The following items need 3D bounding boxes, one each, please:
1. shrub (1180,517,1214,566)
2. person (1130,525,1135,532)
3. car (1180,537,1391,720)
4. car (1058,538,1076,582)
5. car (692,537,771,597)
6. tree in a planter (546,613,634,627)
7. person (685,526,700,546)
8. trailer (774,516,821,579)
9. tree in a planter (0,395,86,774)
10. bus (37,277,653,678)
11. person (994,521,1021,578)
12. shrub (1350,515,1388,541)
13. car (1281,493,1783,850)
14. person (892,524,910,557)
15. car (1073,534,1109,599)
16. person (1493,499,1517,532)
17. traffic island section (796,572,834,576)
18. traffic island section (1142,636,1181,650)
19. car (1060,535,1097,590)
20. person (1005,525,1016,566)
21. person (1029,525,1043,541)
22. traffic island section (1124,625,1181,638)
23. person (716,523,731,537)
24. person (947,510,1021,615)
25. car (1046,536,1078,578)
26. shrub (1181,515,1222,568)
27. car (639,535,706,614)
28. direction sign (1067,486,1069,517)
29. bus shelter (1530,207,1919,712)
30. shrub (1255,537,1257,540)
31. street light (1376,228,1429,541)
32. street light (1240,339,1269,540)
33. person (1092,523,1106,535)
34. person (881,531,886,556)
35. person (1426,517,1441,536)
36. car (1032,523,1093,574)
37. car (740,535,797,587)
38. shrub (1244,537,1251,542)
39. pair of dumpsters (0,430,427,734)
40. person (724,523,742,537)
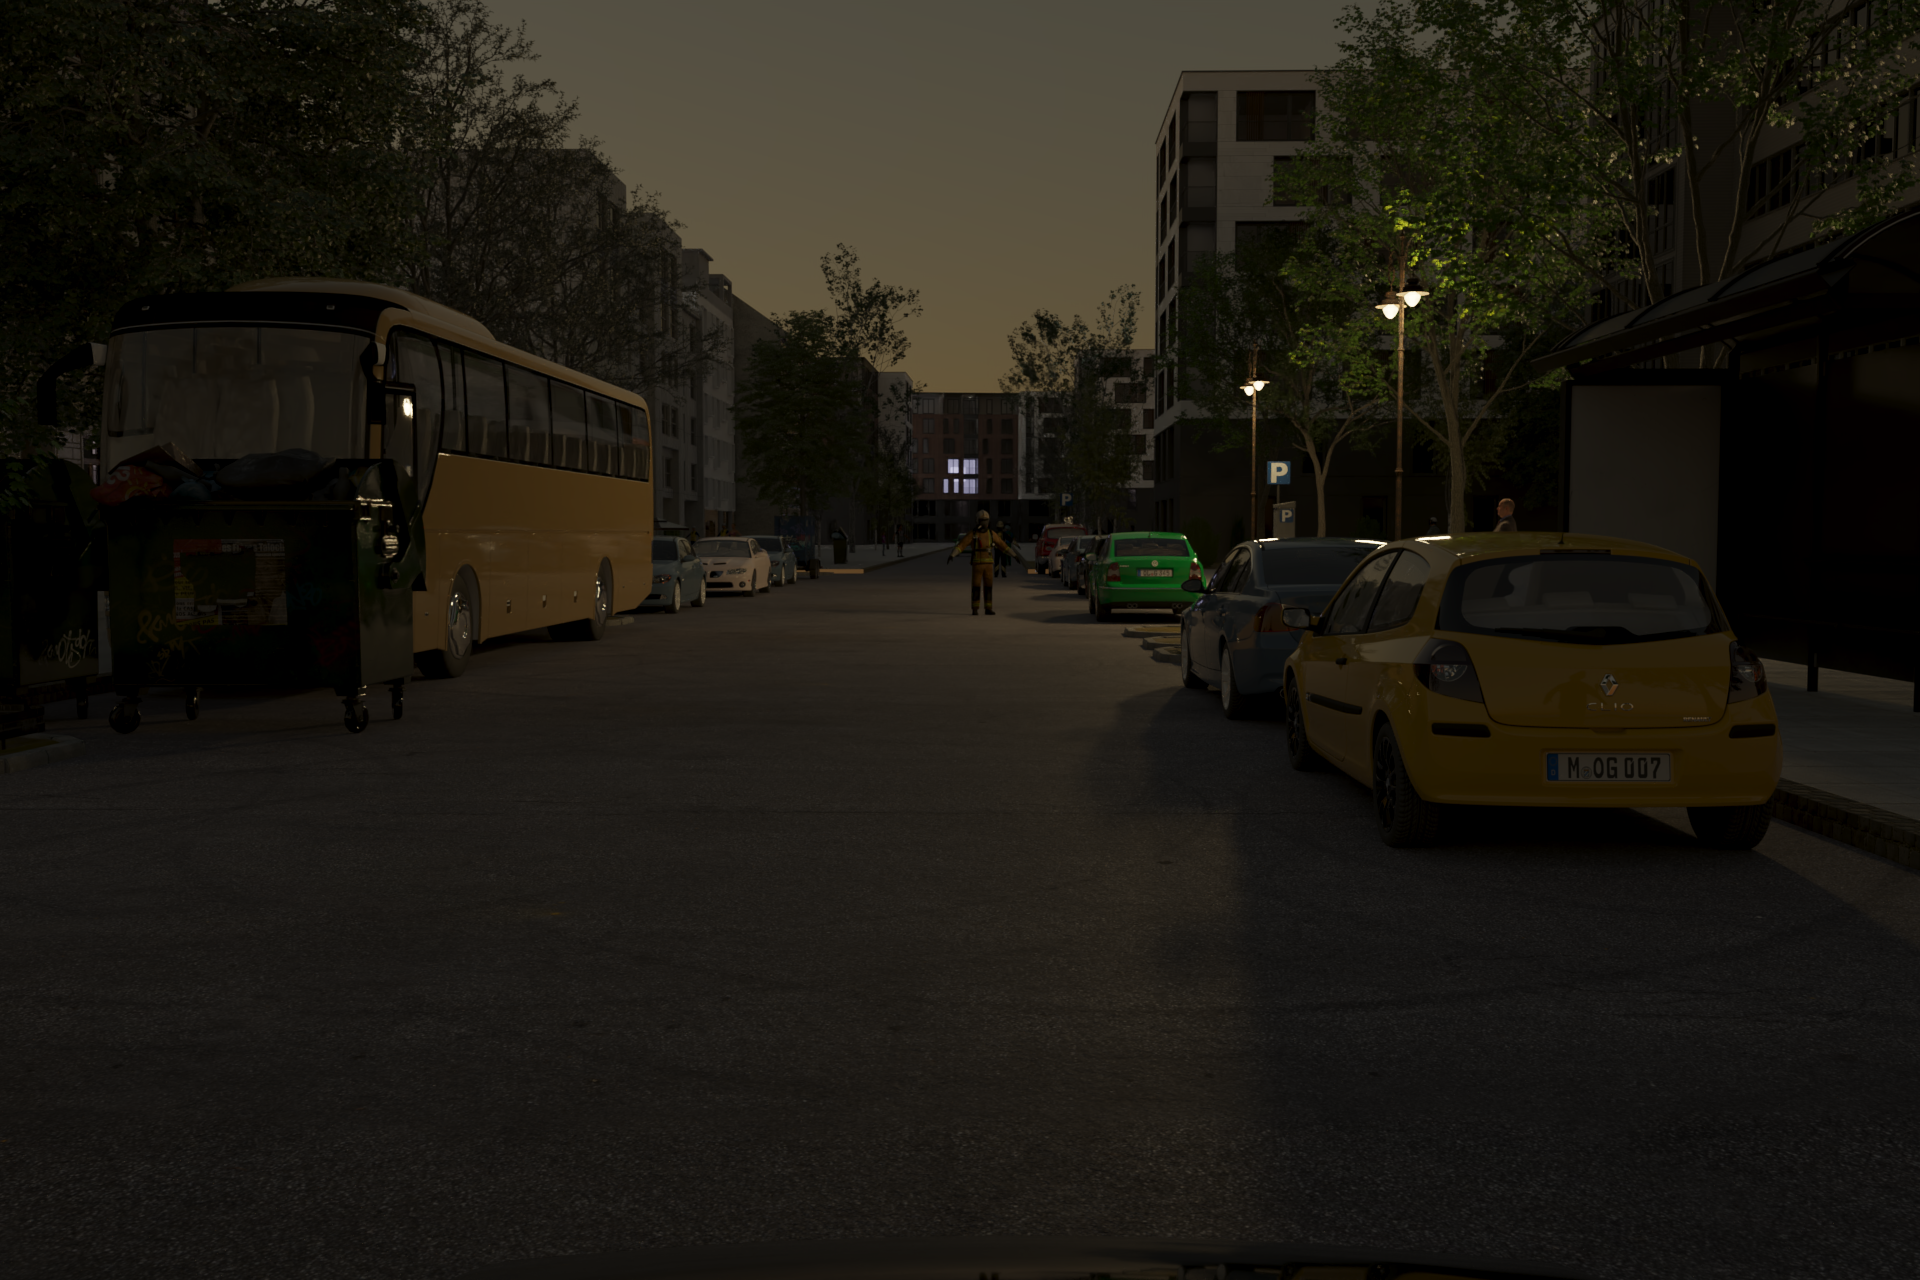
[{"bbox_3d":[9.365,-3.944,68.908,1.690,2.028,1.600,0,3,0],"label":"shrub"},{"bbox_3d":[8.893,-5.104,90.164,0.721,1.740,1.216,3,5,44],"label":"person"},{"bbox_3d":[2.932,-0.162,14.651,2.014,1.417,4.499,0,4,1],"label":"car"},{"bbox_3d":[3.838,-2.319,50.495,1.945,1.354,3.894,0,4,1],"label":"car"},{"bbox_3d":[-5.581,-1.752,41.001,2.083,1.381,4.827,0,4,1],"label":"car"},{"bbox_3d":[-6.304,-1.859,27.619,1.991,3.239,1.994,0,4,1],"label":"tree in a planter"},{"bbox_3d":[-15.730,-5.838,101.916,1.216,1.772,0.721,2,4,33],"label":"person"},{"bbox_3d":[-5.282,-2.913,54.670,1.471,1.999,3.904,0,4,2],"label":"trailer"},{"bbox_3d":[-6.680,-0.824,10.692,1.991,3.239,1.994,0,4,1],"label":"tree in a planter"},{"bbox_3d":[-6.092,-1.769,20.463,2.896,3.916,12.252,0,4,1],"label":"bus"},{"bbox_3d":[1.328,-2.989,57.109,1.354,1.856,0.705,0,4,8],"label":"person"},{"bbox_3d":[16.133,-3.947,68.579,1.661,2.075,1.752,0,3,0],"label":"shrub"},{"bbox_3d":[2.823,0.056,9.309,2.015,1.641,3.980,0,4,2],"label":"car"},{"bbox_3d":[-3.298,-5.493,95.956,0.704,1.843,1.345,3,5,43],"label":"person"},{"bbox_3d":[3.624,-1.825,39.622,2.009,1.686,4.222,0,3,0],"label":"car"},{"bbox_3d":[7.321,-1.031,23.450,0.434,1.755,0.990,1,4,22],"label":"person"},{"bbox_3d":[-5.451,-2.311,60.654,1.991,0.108,1.994,0,4,1],"label":"traffic island section"},{"bbox_3d":[3.336,0.055,21.968,1.991,0.108,1.994,0,4,2],"label":"traffic island section"},{"bbox_3d":[3.681,-2.075,45.925,2.014,1.417,4.499,0,4,1],"label":"car"},{"bbox_3d":[2.082,-4.188,77.055,0.704,1.817,1.347,3,5,45],"label":"person"},{"bbox_3d":[4.478,-5.568,97.217,1.347,1.806,0.705,-3,4,-36],"label":"person"},{"bbox_3d":[3.341,-0.101,24.521,1.991,0.108,1.994,0,4,2],"label":"traffic island section"},{"bbox_3d":[-11.836,-4.940,86.738,1.349,1.833,0.705,3,5,41],"label":"person"},{"bbox_3d":[0.400,-1.370,30.627,1.354,1.858,0.705,-1,4,-16],"label":"person"},{"bbox_3d":[3.919,-2.775,57.729,2.083,1.381,4.827,0,4,1],"label":"car"},{"bbox_3d":[9.022,-3.727,65.364,1.690,2.028,1.600,0,3,0],"label":"shrub"},{"bbox_3d":[-5.916,-1.267,32.717,2.014,1.417,4.499,0,4,1],"label":"car"},{"bbox_3d":[5.069,-5.445,81.027,0.379,3.537,0.876,0,3,0],"label":"direction sign"},{"bbox_3d":[6.188,-1.179,13.197,2.014,3.302,5.546,0,4,1],"label":"bus shelter"},{"bbox_3d":[12.030,-3.625,70.380,1.383,1.207,1.383,0,3,0],"label":"shrub"},{"bbox_3d":[6.676,-3.273,26.297,0.468,5.910,1.993,0,4,1],"label":"street light"},{"bbox_3d":[6.972,-4.180,41.131,0.468,5.910,1.993,0,4,1],"label":"street light"},{"bbox_3d":[6.910,-4.867,85.508,1.347,1.837,0.705,-2,4,-24],"label":"person"},{"bbox_3d":[-4.399,-5.628,101.283,0.599,1.433,0.991,0,4,-5],"label":"person"},{"bbox_3d":[15.970,-3.225,58.574,0.704,1.849,1.345,3,5,45],"label":"person"},{"bbox_3d":[3.794,-3.342,63.316,2.281,1.827,5.304,0,4,1],"label":"car"},{"bbox_3d":[-5.625,-2.239,48.603,2.014,1.417,4.499,0,4,1],"label":"car"},{"bbox_3d":[10.953,-3.333,65.617,1.383,1.207,1.383,0,3,0],"label":"shrub"},{"bbox_3d":[-6.370,-0.484,12.858,4.436,2.255,1.574,0,4,2],"label":"pair of dumpsters"},{"bbox_3d":[-9.319,-3.922,70.924,1.217,1.733,0.721,2,4,26],"label":"person"}]
